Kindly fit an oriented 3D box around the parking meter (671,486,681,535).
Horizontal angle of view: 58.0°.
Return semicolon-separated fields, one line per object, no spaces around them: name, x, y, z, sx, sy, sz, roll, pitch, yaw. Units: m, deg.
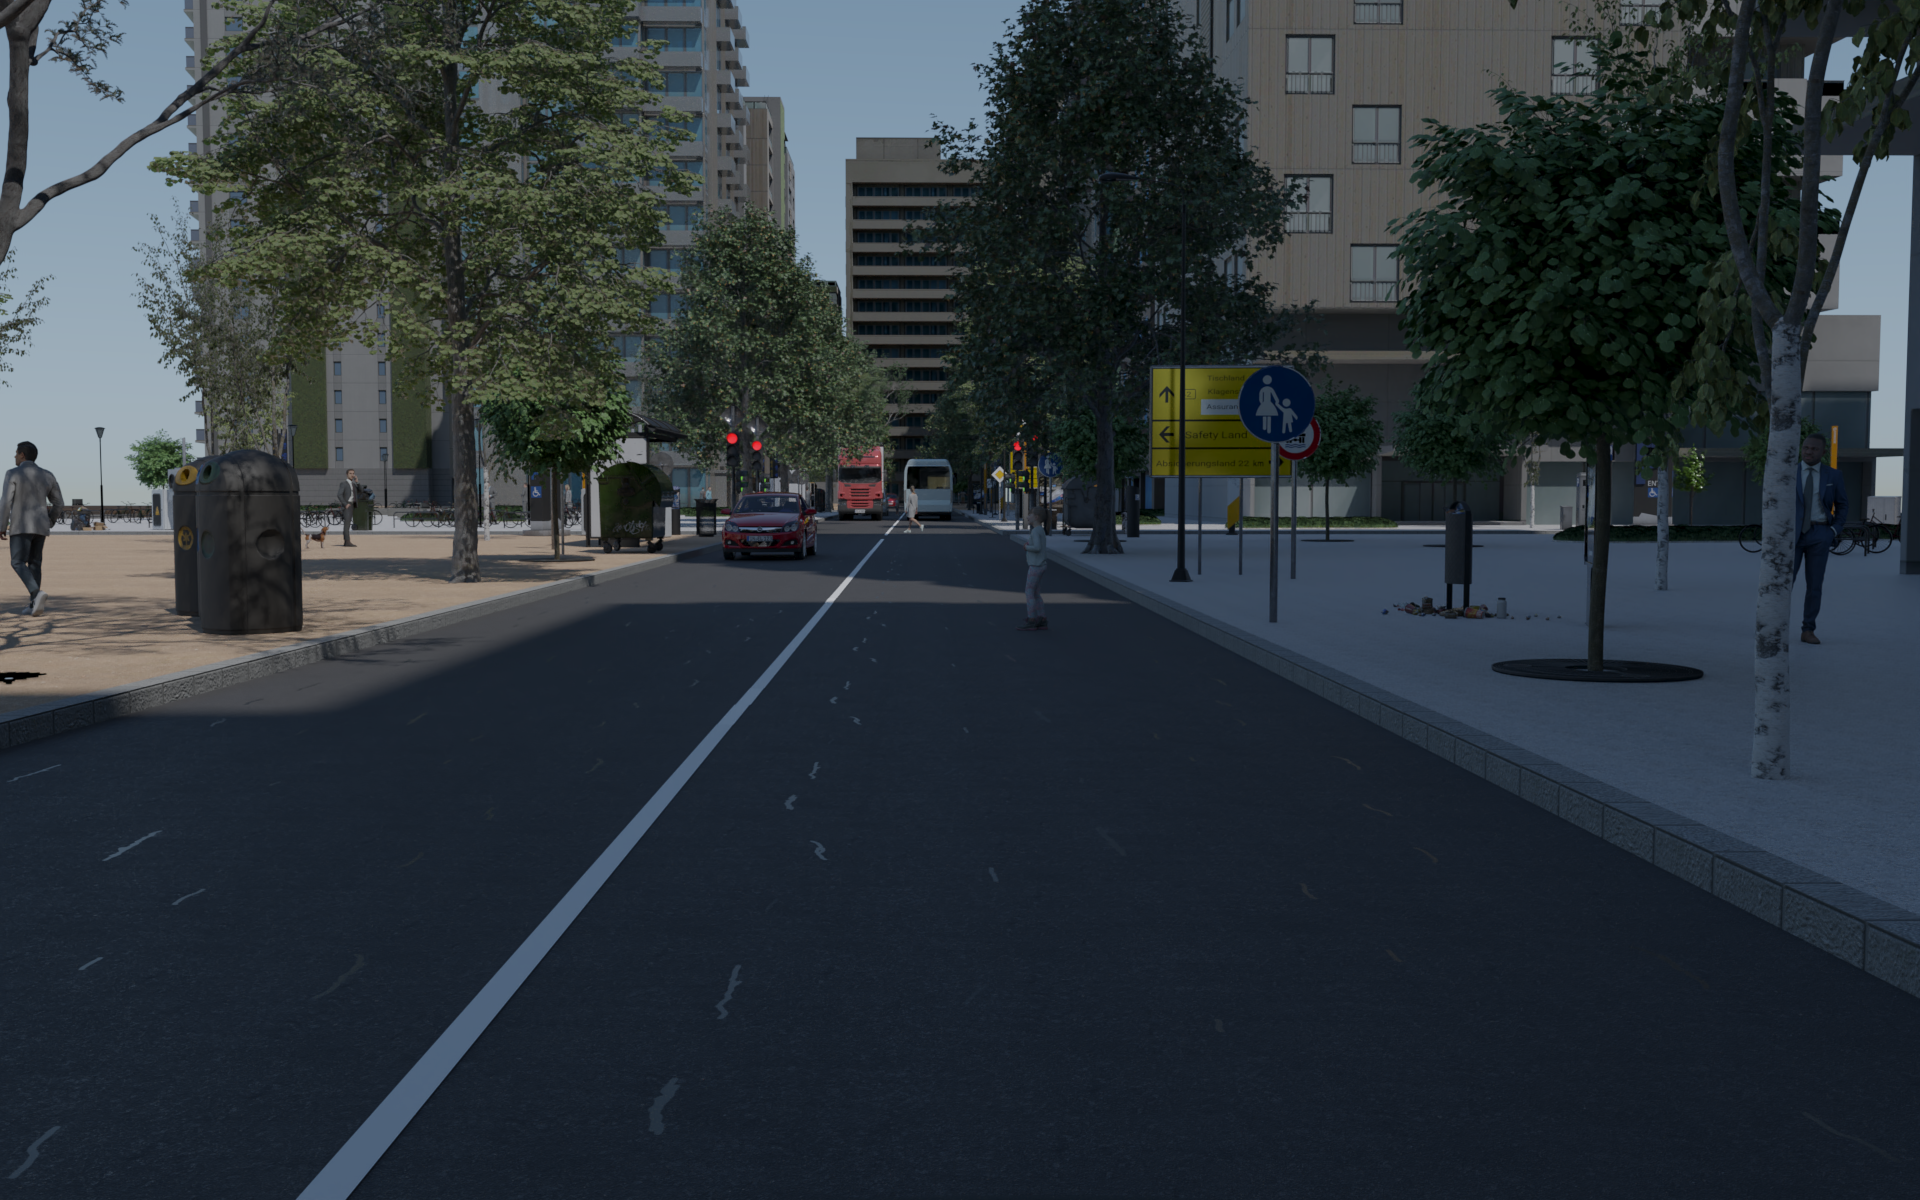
parking meter;-8.931;-2.798;54.153;0.372;1.533;0.369;0;3;0

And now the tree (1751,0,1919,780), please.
tree;3.908;-3.502;7.625;4.737;8.622;4.395;0;3;0

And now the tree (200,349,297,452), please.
tree;-34.443;-8.212;84.630;4.737;8.622;4.395;0;3;0

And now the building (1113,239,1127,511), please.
building;18.297;-27.276;129.555;14.154;41.232;14.086;0;4;-1

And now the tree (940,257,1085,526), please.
tree;2.903;-9.280;69.851;7.486;12.596;7.792;0;3;0

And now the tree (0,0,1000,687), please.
tree;-6.894;-6.191;11.601;12.009;13.543;11.850;0;3;0

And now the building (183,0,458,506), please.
building;-68.540;-39.731;191.599;28.212;58.520;21.231;0;4;-1

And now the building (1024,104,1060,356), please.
building;17.653;-34.864;193.726;21.300;48.544;21.600;0;4;-1

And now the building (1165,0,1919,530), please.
building;23.925;-30.074;80.951;27.495;52.752;28.713;0;4;-1

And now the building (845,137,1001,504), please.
building;-4.710;-37.592;238.335;21.600;48.544;21.300;0;4;-1

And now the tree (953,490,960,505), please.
tree;-0.549;-12.975;206.738;1.663;3.219;1.824;0;3;0

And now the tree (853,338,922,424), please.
tree;-10.886;-21.539;208.050;12.611;20.169;13.585;0;3;0

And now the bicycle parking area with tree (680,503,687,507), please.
bicycle parking area with tree;-24.972;-8.641;128.288;8.231;4.147;9.016;-2;4;-35

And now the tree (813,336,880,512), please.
tree;-9.141;-12.447;121.642;7.486;12.596;7.792;0;3;0

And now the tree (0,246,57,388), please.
tree;-21.970;-5.293;36.898;4.360;8.622;3.978;0;3;0

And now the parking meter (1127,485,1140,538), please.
parking meter;5.131;-2.619;51.236;0.372;1.533;0.369;0;3;0

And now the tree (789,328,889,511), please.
tree;-10.118;-13.832;132.804;9.857;13.997;8.962;0;3;0

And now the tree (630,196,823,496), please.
tree;-8.345;-9.169;66.913;9.611;12.733;9.660;0;3;0

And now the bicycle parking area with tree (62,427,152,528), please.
bicycle parking area with tree;-39.433;-5.357;74.581;8.231;4.147;9.016;2;4;24

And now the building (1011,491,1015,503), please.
building;20.091;-39.906;241.694;27.495;52.752;28.713;0;4;-1

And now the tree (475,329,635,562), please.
tree;-7.711;-3.026;33.197;4.285;4.588;4.351;0;3;0

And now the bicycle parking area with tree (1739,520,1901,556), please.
bicycle parking area with tree;21.361;-3.124;38.072;9.016;4.147;8.231;3;5;43

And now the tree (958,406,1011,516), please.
tree;2.570;-9.184;100.520;4.360;8.622;3.978;0;3;0

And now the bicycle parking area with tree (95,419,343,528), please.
bicycle parking area with tree;-27.574;-5.027;69.186;9.016;4.147;8.231;1;4;15

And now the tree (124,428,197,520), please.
tree;-39.739;-6.265;86.148;4.285;4.588;4.351;0;3;0

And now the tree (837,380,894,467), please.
tree;-9.496;-13.559;147.439;9.928;11.665;9.643;0;3;0

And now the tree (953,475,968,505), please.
tree;-0.182;-13.090;197.734;4.285;4.588;4.351;0;3;0

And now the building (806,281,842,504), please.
building;-23.123;-28.298;234.376;14.107;30.474;14.160;0;4;-1

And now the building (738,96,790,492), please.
building;-24.976;-29.936;173.051;14.154;41.232;14.086;0;4;-1

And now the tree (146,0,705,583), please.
tree;-7.540;-6.544;25.123;7.486;12.596;7.792;0;3;0

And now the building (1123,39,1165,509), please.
building;17.808;-27.963;107.312;14.600;45.320;14.200;0;4;-1

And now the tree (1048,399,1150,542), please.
tree;3.811;-3.856;46.753;4.285;4.588;4.351;0;3;0

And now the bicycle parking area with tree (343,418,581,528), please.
bicycle parking area with tree;-17.845;-4.980;68.431;9.016;4.147;8.231;1;4;20

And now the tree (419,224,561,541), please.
tree;-12.808;-5.944;47.543;4.360;8.622;3.978;0;3;0

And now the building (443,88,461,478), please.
building;-43.637;-34.777;192.298;21.600;48.544;21.300;0;4;-1

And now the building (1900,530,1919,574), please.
building;26.428;-25.993;14.221;28.713;52.752;27.495;0;4;-1

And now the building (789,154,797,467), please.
building;-25.898;-31.421;197.320;14.086;41.232;14.154;0;4;-1

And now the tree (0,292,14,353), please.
tree;-29.324;-7.816;45.924;7.486;12.596;7.792;0;3;0

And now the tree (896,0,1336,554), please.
tree;3.148;-7.351;37.189;9.611;12.733;9.660;0;3;0

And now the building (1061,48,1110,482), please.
building;20.252;-32.608;152.747;23.786;49.044;30.456;0;4;-1

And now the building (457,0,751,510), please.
building;-30.091;-32.468;150.462;23.786;49.044;30.456;0;4;-1

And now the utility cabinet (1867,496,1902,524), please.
utility cabinet;29.172;-2.663;54.703;0.306;1.237;1.020;-1;4;-22

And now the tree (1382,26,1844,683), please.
tree;4.515;-1.746;12.268;4.285;4.588;4.351;0;3;0

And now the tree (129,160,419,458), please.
tree;-14.237;-5.206;35.475;4.360;8.622;3.978;0;3;0
